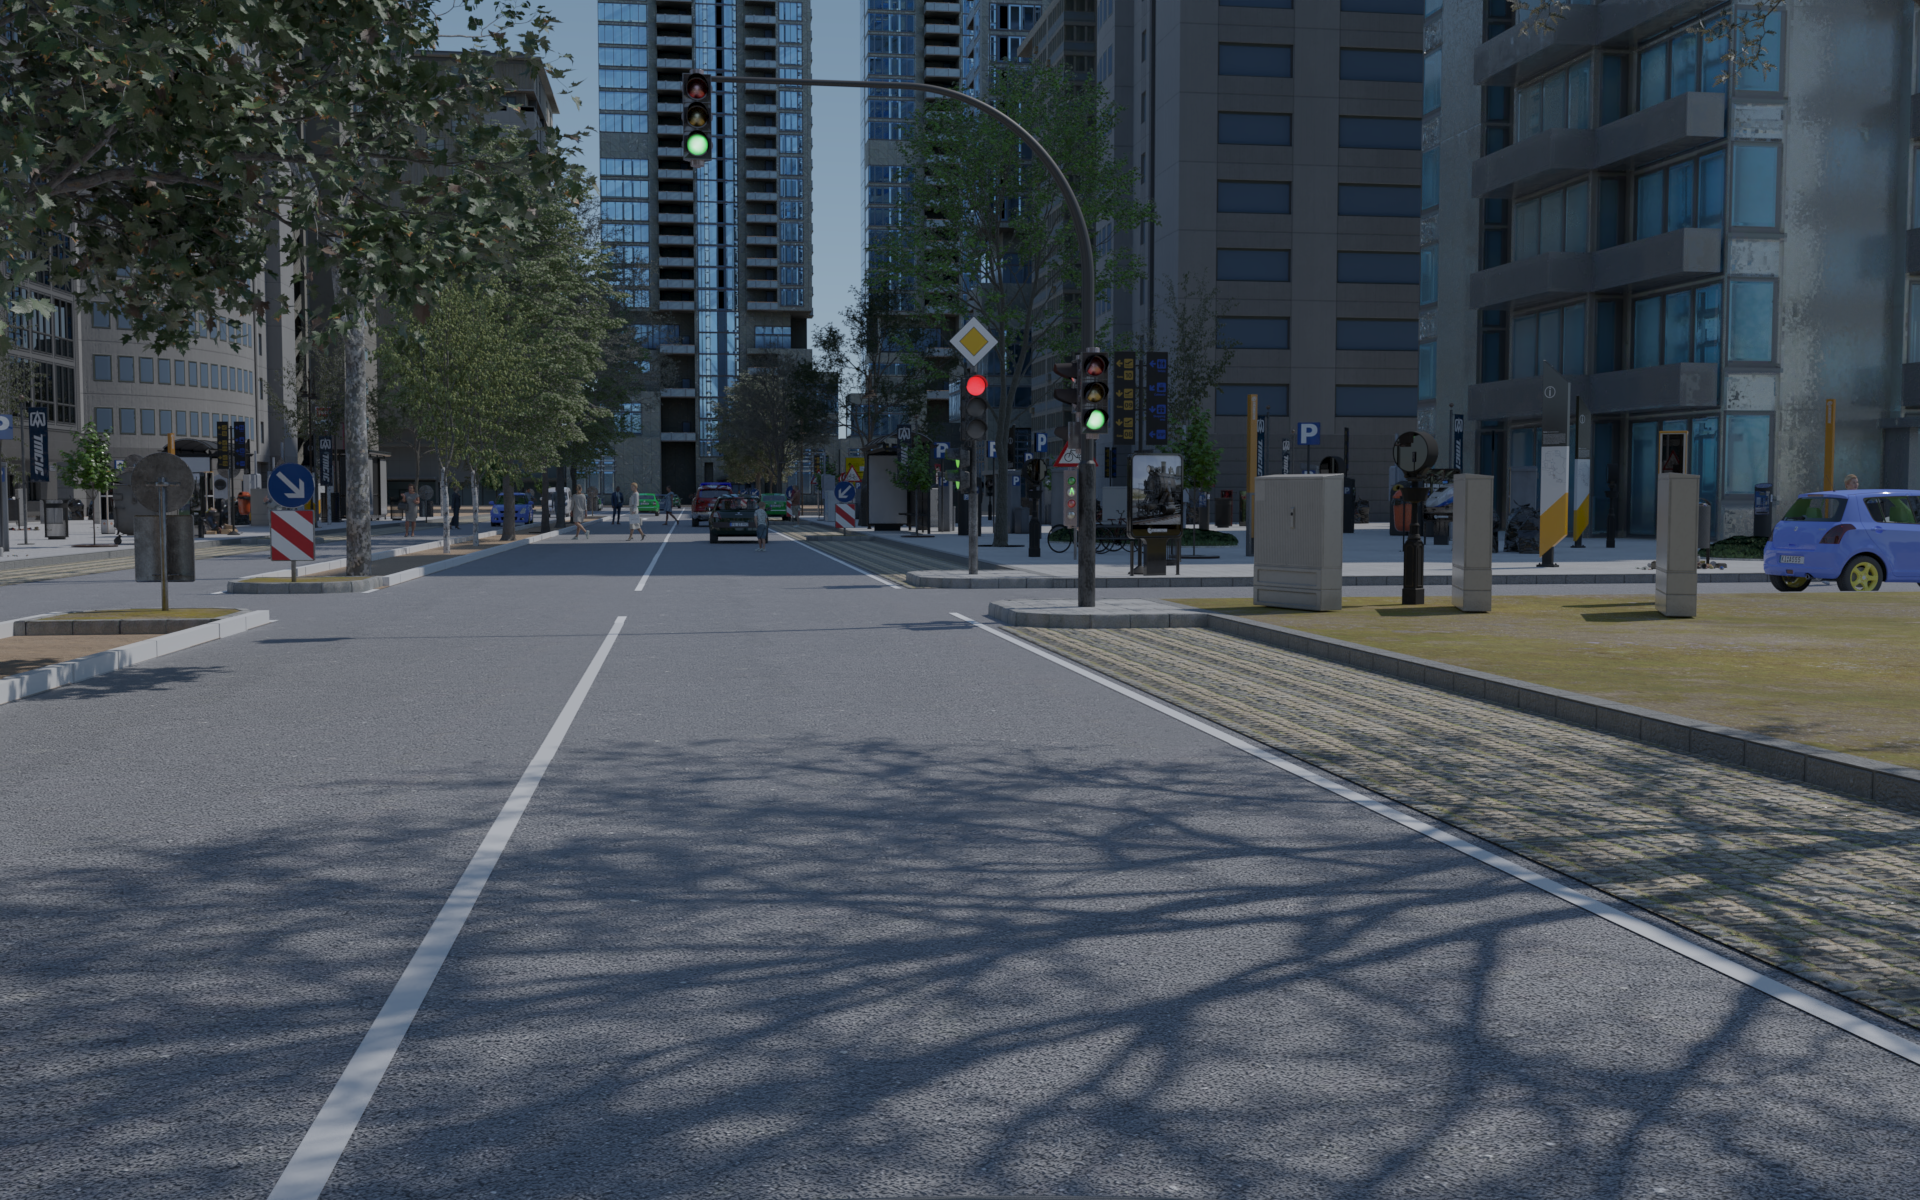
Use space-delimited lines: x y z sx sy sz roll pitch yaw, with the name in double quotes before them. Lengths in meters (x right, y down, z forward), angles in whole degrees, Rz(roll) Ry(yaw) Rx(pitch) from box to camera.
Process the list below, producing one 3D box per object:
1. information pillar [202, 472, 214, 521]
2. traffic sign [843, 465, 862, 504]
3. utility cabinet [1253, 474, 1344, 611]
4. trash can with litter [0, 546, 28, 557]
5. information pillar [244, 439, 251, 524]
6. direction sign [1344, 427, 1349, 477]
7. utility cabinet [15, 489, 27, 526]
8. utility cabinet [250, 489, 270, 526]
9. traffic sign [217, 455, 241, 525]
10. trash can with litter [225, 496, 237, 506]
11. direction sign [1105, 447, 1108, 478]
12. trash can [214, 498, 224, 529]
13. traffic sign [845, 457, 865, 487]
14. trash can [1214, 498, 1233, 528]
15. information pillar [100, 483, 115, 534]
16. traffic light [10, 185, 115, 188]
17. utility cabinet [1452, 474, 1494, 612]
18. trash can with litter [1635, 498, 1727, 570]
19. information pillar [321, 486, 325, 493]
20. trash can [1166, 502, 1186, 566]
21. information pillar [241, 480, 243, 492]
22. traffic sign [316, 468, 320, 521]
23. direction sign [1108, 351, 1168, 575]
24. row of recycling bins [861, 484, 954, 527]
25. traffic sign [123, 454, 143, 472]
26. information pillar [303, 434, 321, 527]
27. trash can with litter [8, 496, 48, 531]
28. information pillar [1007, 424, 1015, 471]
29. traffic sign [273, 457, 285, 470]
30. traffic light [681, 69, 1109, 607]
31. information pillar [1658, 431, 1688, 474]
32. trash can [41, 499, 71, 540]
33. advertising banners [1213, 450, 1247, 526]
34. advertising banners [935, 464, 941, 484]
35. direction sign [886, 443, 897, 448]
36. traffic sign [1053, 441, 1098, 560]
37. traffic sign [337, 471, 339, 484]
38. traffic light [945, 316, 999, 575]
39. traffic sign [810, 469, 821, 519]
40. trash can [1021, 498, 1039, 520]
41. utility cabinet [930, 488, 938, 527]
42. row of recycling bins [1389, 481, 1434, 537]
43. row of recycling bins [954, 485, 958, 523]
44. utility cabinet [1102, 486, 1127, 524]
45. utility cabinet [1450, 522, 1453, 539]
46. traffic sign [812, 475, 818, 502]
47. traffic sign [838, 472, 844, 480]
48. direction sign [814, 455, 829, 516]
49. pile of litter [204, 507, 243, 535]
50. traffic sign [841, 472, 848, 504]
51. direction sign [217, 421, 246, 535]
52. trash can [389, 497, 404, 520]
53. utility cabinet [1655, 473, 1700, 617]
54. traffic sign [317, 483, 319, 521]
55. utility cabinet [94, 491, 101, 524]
"information pillar" -24.708 -3.202 56.851 0.304 2.012 0.304 2 4 26
"traffic sign" -4.758 -4.675 76.442 0.884 2.594 0.081 0 4 -8
"utility cabinet" 3.738 -0.646 19.243 0.318 1.500 1.173 -2 4 -28
"trash can with litter" -20.447 -1.496 35.524 2.233 1.210 1.678 1 4 22
"information pillar" -30.210 -5.021 73.443 0.504 3.616 0.183 3 5 42
"direction sign" 13.188 -4.108 59.165 0.379 3.537 0.876 1 4 20
"utility cabinet" -37.704 -3.722 69.528 0.318 1.500 1.173 -2 4 -34
"utility cabinet" -27.689 -3.693 69.060 1.173 1.500 0.318 1 4 18
"traffic sign" -24.004 -3.472 56.872 0.768 2.556 0.104 0 4 -6
"trash can with litter" -40.189 -5.110 94.940 0.624 1.170 1.055 3 4 36
"direction sign" 7.264 -5.604 83.619 0.379 3.537 0.876 3 5 44
"trash can" -26.113 -2.988 60.506 0.748 1.137 0.748 0 3 0
"traffic sign" -5.119 -6.134 94.157 2.265 3.308 0.079 0 4 -6
"trash can" 10.006 -3.315 65.859 0.748 1.137 0.748 0 3 0
"information pillar" -27.264 -3.112 55.378 0.304 2.012 0.304 1 4 19
"traffic light" -13.872 -3.102 25.383 4.771 5.953 1.251 -1 4 -9
"utility cabinet" 5.677 -0.641 19.167 0.318 1.500 1.173 1 4 10
"trash can with litter" 12.421 -1.155 29.946 2.233 1.210 1.678 -2 4 -28
"information pillar" -34.585 -6.257 93.654 0.183 3.616 0.504 2 4 28
"trash can" 3.680 -1.194 31.176 0.748 1.137 0.748 0 3 0
"information pillar" -37.515 -5.278 90.789 0.304 2.012 0.304 -2 4 -24
"traffic sign" -30.545 -5.022 82.208 0.768 2.556 0.104 0 4 -1
"direction sign" 2.874 -2.177 27.587 0.876 3.537 0.379 -1 4 -9
"row of recycling bins" -2.170 -3.768 68.714 3.534 1.692 1.069 -1 4 -8
"traffic sign" -26.369 -3.380 55.366 0.768 2.556 0.104 0 4 -2
"information pillar" -25.277 -4.648 67.352 0.504 3.616 0.183 1 4 13
"trash can with litter" -33.091 -3.051 60.934 2.233 1.210 1.678 1 4 16
"information pillar" 1.676 -4.094 58.283 0.183 3.616 0.504 -3 5 -42
"traffic sign" -23.762 -3.710 60.666 0.884 2.594 0.081 0 4 -8
"traffic light" -0.642 -2.722 19.178 4.771 5.953 1.251 -1 4 -9
"information pillar" 8.349 -0.968 20.321 0.304 2.012 0.304 2 4 25
"trash can" -25.471 -2.273 48.811 0.748 1.137 0.748 0 3 0
"advertising banners" 10.595 -4.430 68.617 2.074 3.025 0.090 -1 4 -9
"advertising banners" -0.754 -6.386 100.605 0.090 3.025 2.074 3 5 44
"direction sign" -3.117 -5.224 77.409 0.379 3.537 0.876 3 5 39
"traffic sign" 2.249 -2.062 33.724 0.884 2.594 0.081 0 4 -4
"traffic sign" -33.226 -5.689 93.115 0.768 2.556 0.104 0 3 0
"traffic light" 0.192 -2.361 27.528 0.839 4.253 0.868 -1 4 -9
"traffic sign" -7.294 -5.478 89.561 0.884 2.594 0.081 0 4 -8
"trash can" 2.614 -3.226 64.396 0.748 1.137 0.748 0 3 0
"utility cabinet" -0.892 -3.490 65.735 1.173 1.500 0.318 1 4 21
"row of recycling bins" 14.131 -2.756 52.167 1.069 1.692 3.534 -1 4 -17
"row of recycling bins" -0.462 -4.285 77.171 1.069 1.692 3.534 -2 4 -26
"utility cabinet" 4.685 -2.576 50.804 0.318 1.500 1.173 -3 4 -37
"utility cabinet" 14.332 -2.329 49.233 0.306 1.237 1.020 -2 4 -27
"traffic sign" -8.397 -6.264 102.524 0.768 2.556 0.104 0 4 -5
"traffic sign" -6.712 -6.165 100.903 0.768 2.556 0.104 0 4 -7
"direction sign" -8.108 -6.694 101.441 0.876 3.537 0.379 -1 4 -18
"pile of litter" -23.674 -2.534 55.395 1.176 0.858 1.719 2 4 33
"traffic sign" -6.232 -5.882 96.270 0.768 2.556 0.104 0 4 -2
"direction sign" -22.695 -3.793 54.013 0.876 3.537 0.379 0 3 0
"trash can" -27.395 -4.440 84.242 0.748 1.137 0.748 0 3 0
"utility cabinet" 7.618 -0.593 18.381 0.318 1.500 1.173 1 4 17
"traffic sign" -31.067 -5.117 83.770 0.768 2.556 0.104 0 4 -2
"utility cabinet" -36.833 -4.029 74.546 0.318 1.500 1.173 0 4 6
